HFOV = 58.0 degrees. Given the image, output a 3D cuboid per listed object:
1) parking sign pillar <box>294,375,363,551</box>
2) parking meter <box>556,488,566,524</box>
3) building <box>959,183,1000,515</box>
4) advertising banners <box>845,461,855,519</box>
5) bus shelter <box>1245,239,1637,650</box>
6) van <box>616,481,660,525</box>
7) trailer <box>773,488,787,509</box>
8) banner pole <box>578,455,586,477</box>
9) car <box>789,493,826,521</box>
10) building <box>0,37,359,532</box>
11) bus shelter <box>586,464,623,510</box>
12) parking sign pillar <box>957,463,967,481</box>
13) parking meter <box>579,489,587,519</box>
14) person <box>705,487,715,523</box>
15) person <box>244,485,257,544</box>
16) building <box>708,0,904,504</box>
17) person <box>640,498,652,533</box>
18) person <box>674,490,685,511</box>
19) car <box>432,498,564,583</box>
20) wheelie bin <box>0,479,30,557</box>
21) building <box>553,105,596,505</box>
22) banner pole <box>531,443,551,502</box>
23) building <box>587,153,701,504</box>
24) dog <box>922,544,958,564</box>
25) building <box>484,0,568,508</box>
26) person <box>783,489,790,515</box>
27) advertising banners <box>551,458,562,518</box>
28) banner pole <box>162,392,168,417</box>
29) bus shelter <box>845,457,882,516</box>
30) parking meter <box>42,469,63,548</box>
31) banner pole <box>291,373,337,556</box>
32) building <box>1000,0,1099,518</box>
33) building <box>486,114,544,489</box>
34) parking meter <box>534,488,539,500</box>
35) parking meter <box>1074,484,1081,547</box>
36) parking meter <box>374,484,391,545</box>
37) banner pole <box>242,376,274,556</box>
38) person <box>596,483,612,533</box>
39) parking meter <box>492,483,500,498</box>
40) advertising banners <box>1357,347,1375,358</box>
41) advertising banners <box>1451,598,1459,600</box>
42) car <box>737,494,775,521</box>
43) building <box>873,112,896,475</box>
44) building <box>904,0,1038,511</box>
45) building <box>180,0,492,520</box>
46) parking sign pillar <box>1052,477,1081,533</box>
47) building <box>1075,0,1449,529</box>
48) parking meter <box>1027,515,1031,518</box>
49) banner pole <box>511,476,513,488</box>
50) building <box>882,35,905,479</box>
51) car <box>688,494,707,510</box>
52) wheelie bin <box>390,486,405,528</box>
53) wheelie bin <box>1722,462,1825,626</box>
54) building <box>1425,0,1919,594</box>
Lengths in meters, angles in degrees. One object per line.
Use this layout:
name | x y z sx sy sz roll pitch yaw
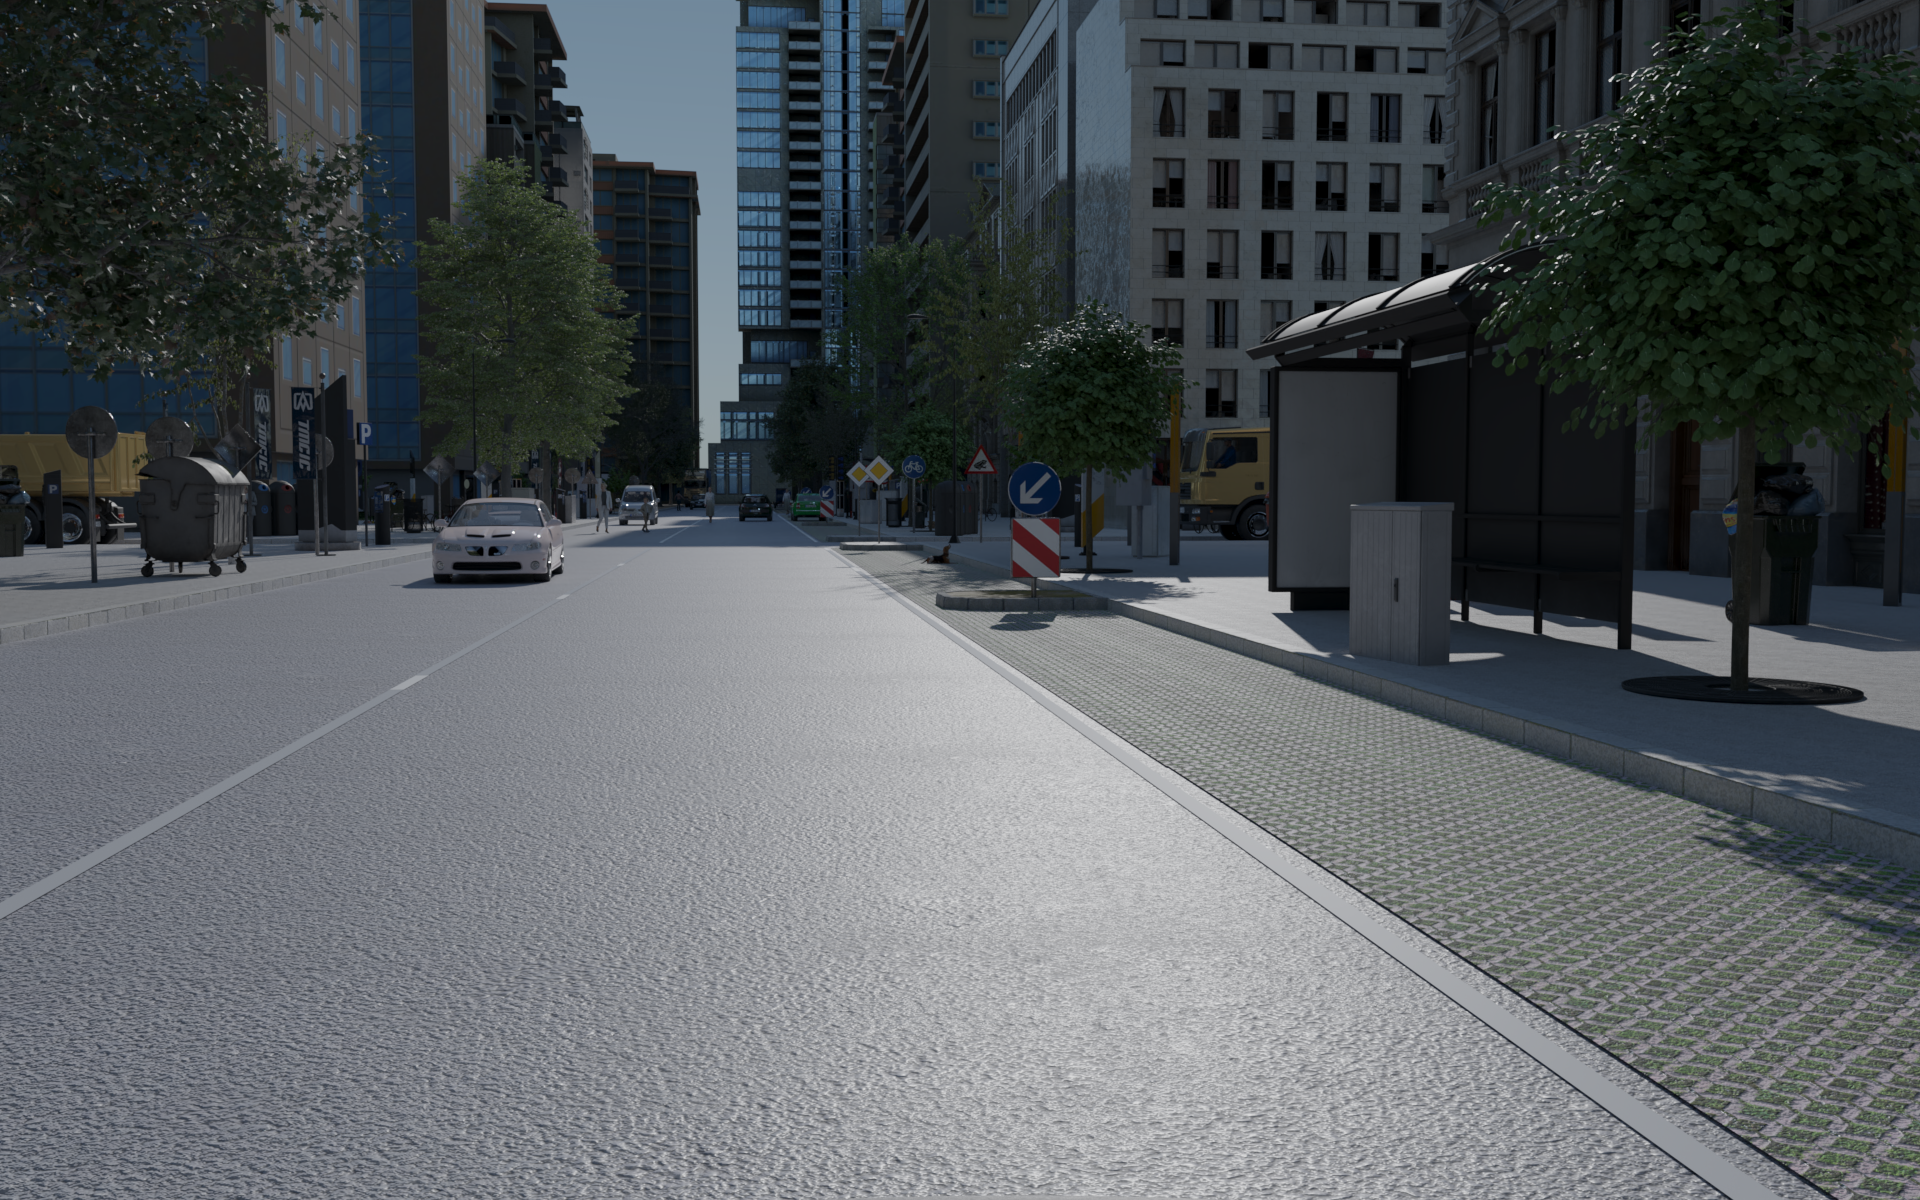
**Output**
parking sign pillar | -14.485 -3.126 39.585 1.447 3.967 1.447 1 4 18
parking meter | -17.289 -4.075 75.042 0.372 1.533 0.369 0 3 0
building | 7.339 -17.925 112.162 14.460 24.649 34.723 0 4 -7
advertising banners | -5.780 -5.835 91.594 0.090 3.025 2.074 1 4 10
bus shelter | 4.484 -1.384 16.546 2.014 3.302 5.546 0 4 -7
van | -15.042 -4.529 81.059 2.013 2.044 4.112 0 4 -7
trailer | -17.691 -10.030 171.032 1.471 1.999 3.904 -1 4 -8
banner pole | -23.943 -7.312 109.561 0.401 3.779 0.863 2 4 29
car | -8.032 -5.076 91.792 1.959 1.807 4.718 0 4 -8
building | -30.605 -25.250 62.953 14.600 45.320 14.200 0 4 -7
bus shelter | -24.177 -7.583 117.901 2.014 3.302 5.546 0 4 -7
parking sign pillar | -0.268 -6.280 91.143 1.447 3.967 1.447 2 4 30
parking meter | -19.462 -4.956 89.439 0.372 1.533 0.369 0 3 0
person | -12.437 -4.736 86.167 0.478 1.798 0.641 0 4 3
person | -19.102 -2.304 46.359 0.537 1.800 0.526 -1 4 -11
building | -17.625 -55.997 228.214 31.000 86.520 22.319 0 4 -7
person | -11.704 -3.173 64.643 0.475 1.303 0.640 -3 5 -45
person | -23.815 -8.429 147.030 1.217 1.736 0.721 2 4 35
car | -7.838 -1.057 29.651 2.083 1.381 4.827 -1 4 -9
wheelie bin | -19.529 -1.685 35.461 0.693 1.594 0.980 3 5 41
building | -46.178 -30.594 183.813 14.086 41.232 14.154 0 4 -7
banner pole | -20.651 -5.795 84.762 0.863 3.779 0.401 2 4 27
building | -48.320 -34.898 225.206 28.867 44.769 22.147 0 4 -7
dog | -0.435 -0.936 35.491 0.748 0.427 0.550 3 5 43
building | -46.381 -30.458 152.605 22.147 44.769 28.867 0 4 -7
person | -12.019 -6.834 120.461 0.478 1.798 0.641 2 4 26
advertising banners | -19.662 -5.389 84.299 0.090 3.025 2.074 -2 4 -27
banner pole | -19.307 -3.190 42.178 0.401 3.779 0.863 -2 4 -32
bus shelter | -5.404 -6.397 98.516 2.014 3.302 5.546 0 4 -7
parking meter | -21.464 -2.156 40.958 0.399 1.863 0.255 -2 4 -34
banner pole | -13.366 -2.798 35.762 0.863 3.779 0.401 -2 4 -34
building | 9.347 -16.324 84.923 12.078 24.808 19.932 0 4 -7
building | -39.521 -22.000 131.406 14.160 30.474 14.107 0 4 -7
parking meter | -19.254 -4.285 78.478 0.372 1.533 0.369 0 3 0
parking meter | 2.958 -2.051 41.949 0.372 1.533 0.369 0 3 0
parking meter | -14.568 -2.157 43.679 0.372 1.533 0.369 0 3 0
banner pole | -14.609 -2.814 36.027 0.401 3.779 0.863 1 4 23
person | -13.051 -3.362 63.345 0.514 1.842 0.818 -3 4 -36
parking meter | -23.721 -5.060 88.445 0.399 1.863 0.255 -1 4 -11
advertising banners | 4.422 -1.470 20.218 0.090 3.025 2.074 2 4 35
advertising banners | 6.127 -1.507 20.828 2.074 3.025 0.090 1 4 14
car | -10.843 -5.030 92.026 2.009 1.686 4.222 0 4 -5
building | -2.589 -30.951 189.641 14.154 41.232 14.086 0 4 -7
building | 7.044 -31.652 141.211 21.300 48.544 21.600 0 4 -7
building | -36.331 -27.707 103.120 14.600 45.320 14.200 0 4 -7
parking sign pillar | 3.755 -4.268 58.254 1.447 3.967 1.447 2 4 34
building | 13.779 -13.034 67.865 16.860 20.320 10.420 0 4 -7
parking meter | 2.409 -3.217 58.313 0.255 1.863 0.399 1 4 12
banner pole | -22.398 -5.883 86.205 0.401 3.779 0.863 -2 4 -35
building | 3.975 -31.322 166.745 22.147 44.769 28.867 0 4 -7
car | -23.813 -9.082 158.278 2.009 1.686 4.222 0 4 -7
wheelie bin | -21.541 -3.560 66.118 0.693 1.594 0.980 -2 4 -27
wheelie bin | 8.053 -0.561 17.081 0.980 1.594 0.693 -1 4 -11
building | 16.265 -12.184 28.095 11.050 23.489 19.941 0 4 -7
